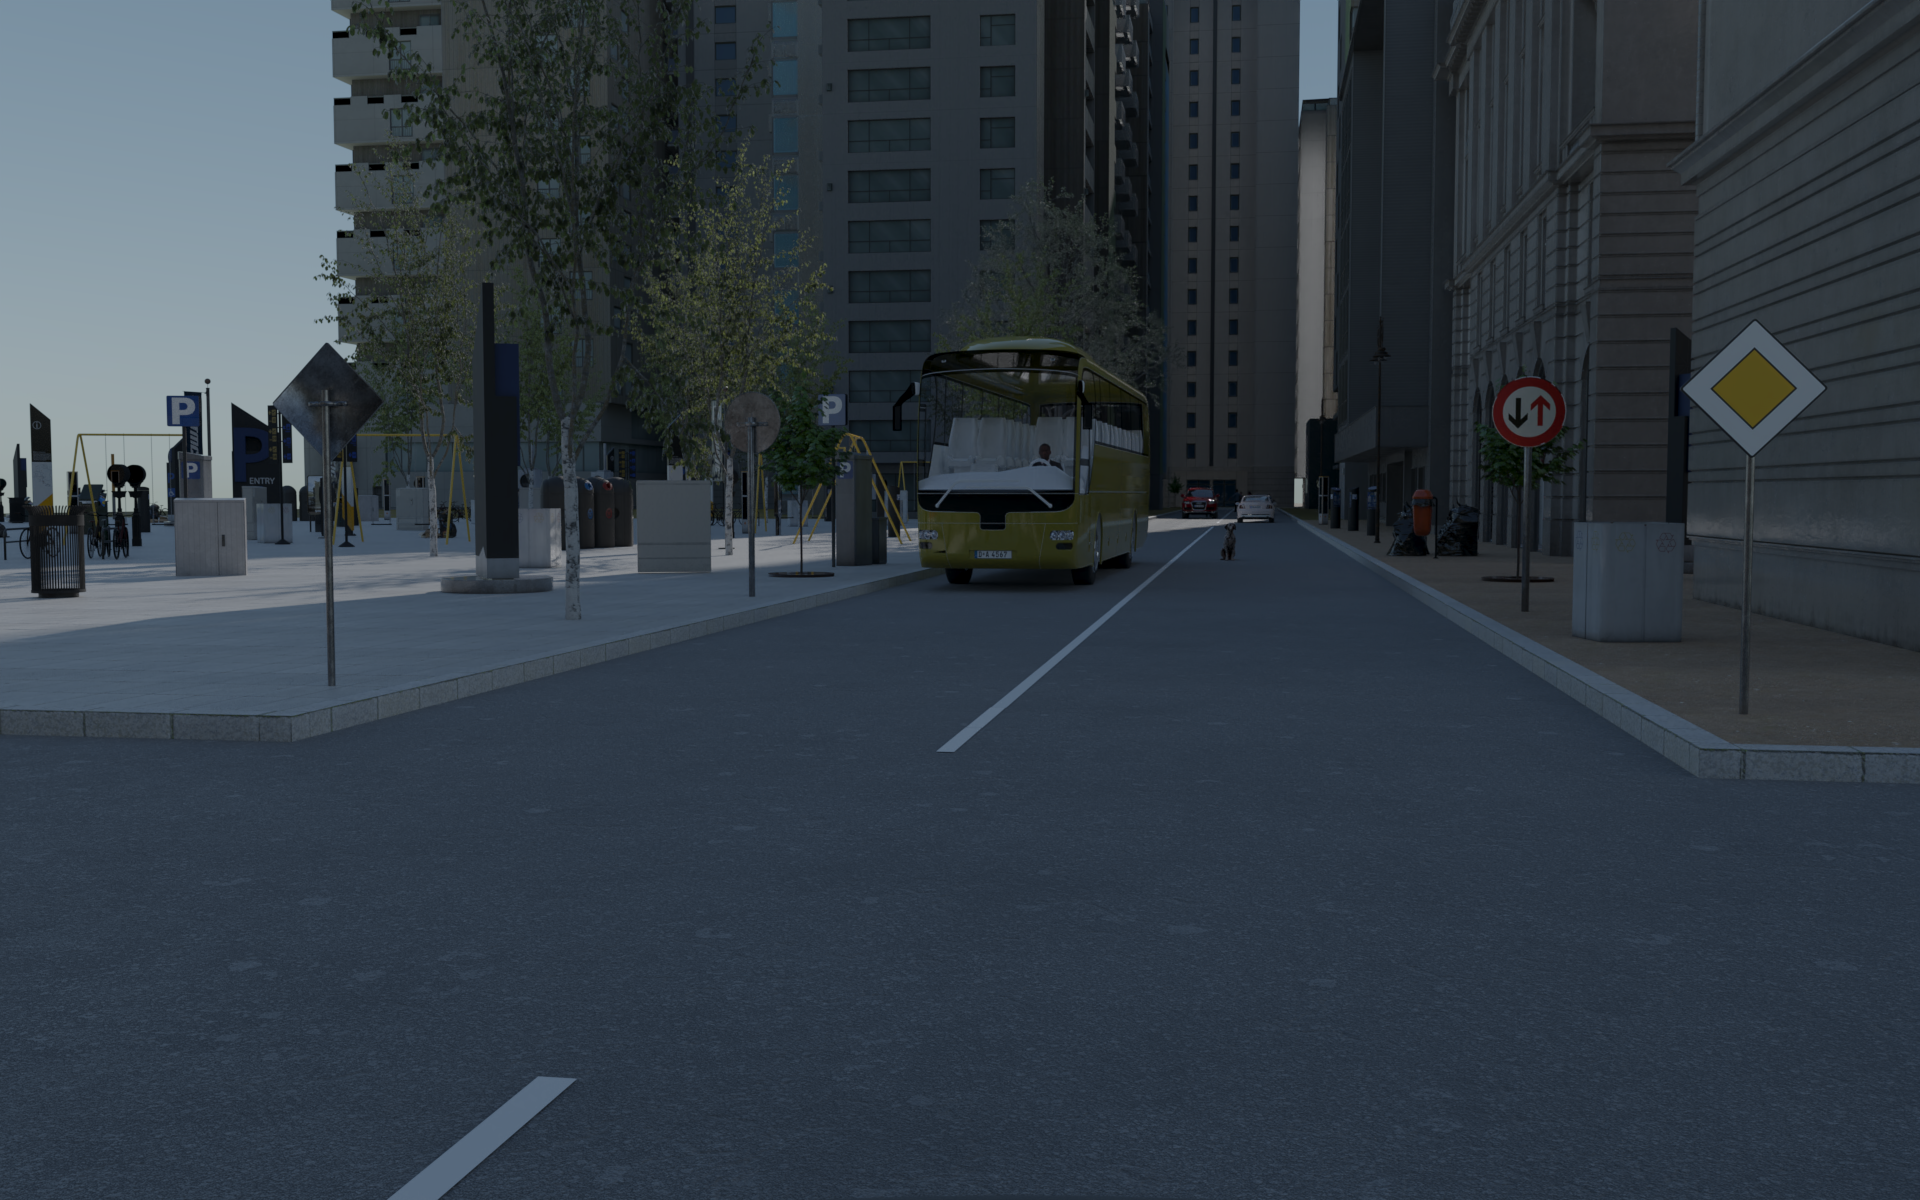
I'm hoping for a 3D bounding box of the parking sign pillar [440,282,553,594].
[{"bbox_3d":[-6.125,-2.100,22.814,1.447,3.967,1.447,-1,4,-22],"label":"parking sign pillar"}]

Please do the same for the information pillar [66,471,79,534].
[{"bbox_3d":[-28.680,-3.151,56.005,0.304,2.012,0.304,-2,4,-34],"label":"information pillar"}]

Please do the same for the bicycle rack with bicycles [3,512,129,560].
[{"bbox_3d":[-17.743,-1.311,34.815,2.852,0.926,2.925,-1,4,-10],"label":"bicycle rack with bicycles"}]

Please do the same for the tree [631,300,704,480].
[{"bbox_3d":[-10.666,-7.034,65.374,4.737,8.622,4.395,0,3,0],"label":"tree"}]

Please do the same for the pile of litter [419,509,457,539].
[{"bbox_3d":[-15.343,-2.254,50.815,1.176,0.858,1.719,0,4,8],"label":"pile of litter"}]

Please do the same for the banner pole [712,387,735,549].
[{"bbox_3d":[-5.594,-3.089,40.520,0.401,3.779,0.863,-3,4,-39],"label":"banner pole"}]

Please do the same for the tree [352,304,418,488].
[{"bbox_3d":[-21.031,-7.019,65.116,4.737,8.622,4.395,0,3,0],"label":"tree"}]

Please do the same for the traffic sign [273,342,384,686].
[{"bbox_3d":[-4.202,-0.482,11.528,0.795,2.450,0.064,1,4,10],"label":"traffic sign"}]

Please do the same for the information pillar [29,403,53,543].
[{"bbox_3d":[-23.801,-3.274,44.878,0.504,3.616,0.183,-3,5,-43],"label":"information pillar"}]

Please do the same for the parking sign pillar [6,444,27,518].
[{"bbox_3d":[-50.474,-6.393,92.996,1.447,3.967,1.447,-3,4,-38],"label":"parking sign pillar"}]

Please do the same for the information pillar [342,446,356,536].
[{"bbox_3d":[-18.812,-3.783,53.202,0.504,3.616,0.183,3,4,36],"label":"information pillar"}]

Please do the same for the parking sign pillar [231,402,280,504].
[{"bbox_3d":[-20.701,-3.821,50.947,1.447,3.967,1.447,-1,4,-18],"label":"parking sign pillar"}]

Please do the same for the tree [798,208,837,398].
[{"bbox_3d":[-4.769,-5.257,36.315,4.360,8.622,3.978,0,3,0],"label":"tree"}]

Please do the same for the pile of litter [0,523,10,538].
[{"bbox_3d":[-28.693,-2.245,50.678,1.719,0.858,1.176,-3,5,-41],"label":"pile of litter"}]

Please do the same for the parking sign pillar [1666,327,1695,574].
[{"bbox_3d":[12.204,-2.429,28.194,1.447,3.967,1.447,-1,4,-15],"label":"parking sign pillar"}]

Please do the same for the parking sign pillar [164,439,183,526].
[{"bbox_3d":[-31.096,-4.940,69.243,1.447,3.967,1.447,1,4,15],"label":"parking sign pillar"}]

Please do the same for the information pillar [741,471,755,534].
[{"bbox_3d":[-6.865,-3.159,56.135,0.304,2.012,0.304,3,5,40],"label":"information pillar"}]

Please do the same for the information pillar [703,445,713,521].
[{"bbox_3d":[-12.028,-5.595,82.829,0.504,3.616,0.183,1,4,19],"label":"information pillar"}]

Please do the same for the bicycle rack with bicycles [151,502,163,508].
[{"bbox_3d":[-37.249,-4.189,81.864,2.852,0.926,2.925,0,4,7],"label":"bicycle rack with bicycles"}]

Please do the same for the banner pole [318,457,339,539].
[{"bbox_3d":[-18.193,-3.666,49.954,0.863,3.779,0.401,2,4,28],"label":"banner pole"}]

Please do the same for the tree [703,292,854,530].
[{"bbox_3d":[-5.961,-6.819,61.858,4.737,8.622,4.395,0,3,0],"label":"tree"}]

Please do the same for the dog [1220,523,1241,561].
[{"bbox_3d":[5.913,-1.267,37.559,0.513,0.831,0.800,3,4,39],"label":"dog"}]

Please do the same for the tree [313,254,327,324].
[{"bbox_3d":[-10.834,-5.187,35.175,4.360,8.622,3.978,0,3,0],"label":"tree"}]

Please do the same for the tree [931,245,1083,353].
[{"bbox_3d":[1.596,-6.157,51.034,4.737,8.622,4.395,0,3,0],"label":"tree"}]

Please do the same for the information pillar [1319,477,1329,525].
[{"bbox_3d":[15.222,-4.159,72.484,0.304,2.012,0.304,-1,4,-18],"label":"information pillar"}]

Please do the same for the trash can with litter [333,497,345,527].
[{"bbox_3d":[-24.147,-3.441,67.651,0.624,1.170,1.055,-1,4,-11],"label":"trash can with litter"}]

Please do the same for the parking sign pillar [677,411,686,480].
[{"bbox_3d":[-9.016,-4.088,55.306,1.447,3.967,1.447,-1,4,-15],"label":"parking sign pillar"}]

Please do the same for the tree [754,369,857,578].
[{"bbox_3d":[-2.424,-1.971,26.832,1.663,3.219,1.824,0,3,0],"label":"tree"}]

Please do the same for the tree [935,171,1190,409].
[{"bbox_3d":[3.576,-9.577,66.952,12.009,13.543,11.850,0,3,0],"label":"tree"}]

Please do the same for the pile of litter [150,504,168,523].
[{"bbox_3d":[-36.019,-3.891,77.587,1.719,0.858,1.176,-1,4,-19],"label":"pile of litter"}]

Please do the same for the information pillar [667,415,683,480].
[{"bbox_3d":[-8.269,-3.608,50.343,0.504,3.616,0.183,-3,5,-42],"label":"information pillar"}]

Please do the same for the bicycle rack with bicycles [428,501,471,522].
[{"bbox_3d":[-26.461,-4.603,88.641,2.925,0.926,2.852,-3,4,-38],"label":"bicycle rack with bicycles"}]

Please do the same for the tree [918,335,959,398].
[{"bbox_3d":[0.029,-7.802,77.929,4.360,8.622,3.978,0,3,0],"label":"tree"}]

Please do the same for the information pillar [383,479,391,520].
[{"bbox_3d":[-28.205,-4.941,85.274,0.304,2.012,0.304,-1,4,-12],"label":"information pillar"}]

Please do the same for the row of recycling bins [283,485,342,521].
[{"bbox_3d":[-30.549,-4.608,82.449,3.534,1.692,1.069,-2,4,-28],"label":"row of recycling bins"}]

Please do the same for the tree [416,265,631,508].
[{"bbox_3d":[-13.630,-6.347,54.133,4.737,8.622,4.395,0,3,0],"label":"tree"}]

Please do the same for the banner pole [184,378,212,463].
[{"bbox_3d":[-16.375,-2.896,37.367,0.401,3.779,0.863,2,4,25],"label":"banner pole"}]

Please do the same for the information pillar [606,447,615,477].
[{"bbox_3d":[-17.437,-5.818,86.484,0.183,3.616,0.504,3,4,36],"label":"information pillar"}]

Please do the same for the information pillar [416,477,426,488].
[{"bbox_3d":[-22.722,-4.193,73.053,0.304,2.012,0.304,0,3,0],"label":"information pillar"}]

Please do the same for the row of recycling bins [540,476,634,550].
[{"bbox_3d":[-8.843,-2.072,40.986,1.069,1.692,3.534,1,4,17],"label":"row of recycling bins"}]

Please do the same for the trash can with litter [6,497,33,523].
[{"bbox_3d":[-42.218,-4.058,77.737,1.055,1.170,0.624,-3,5,-42],"label":"trash can with litter"}]

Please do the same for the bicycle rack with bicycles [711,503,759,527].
[{"bbox_3d":[-9.530,-3.435,69.546,2.925,0.926,2.852,-3,5,-43],"label":"bicycle rack with bicycles"}]
